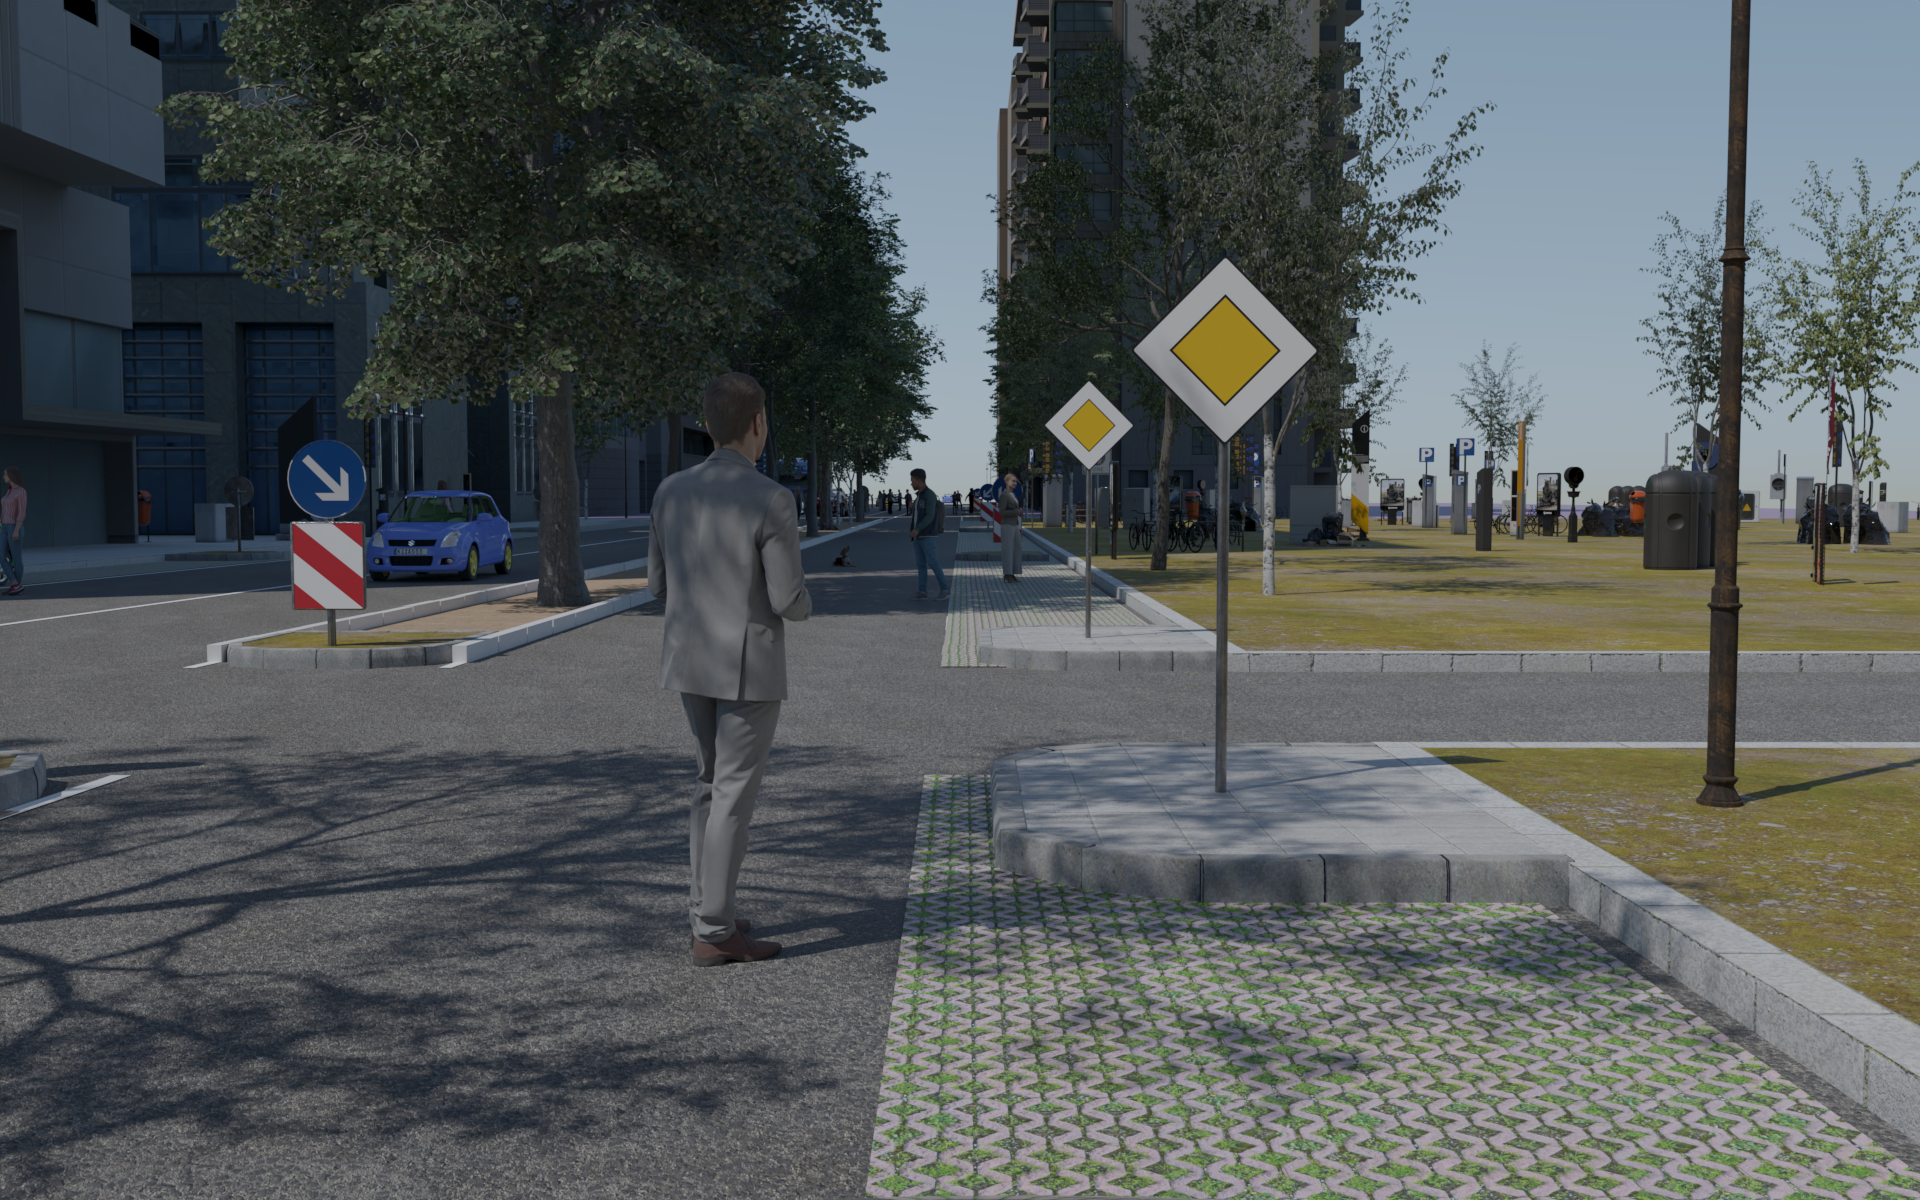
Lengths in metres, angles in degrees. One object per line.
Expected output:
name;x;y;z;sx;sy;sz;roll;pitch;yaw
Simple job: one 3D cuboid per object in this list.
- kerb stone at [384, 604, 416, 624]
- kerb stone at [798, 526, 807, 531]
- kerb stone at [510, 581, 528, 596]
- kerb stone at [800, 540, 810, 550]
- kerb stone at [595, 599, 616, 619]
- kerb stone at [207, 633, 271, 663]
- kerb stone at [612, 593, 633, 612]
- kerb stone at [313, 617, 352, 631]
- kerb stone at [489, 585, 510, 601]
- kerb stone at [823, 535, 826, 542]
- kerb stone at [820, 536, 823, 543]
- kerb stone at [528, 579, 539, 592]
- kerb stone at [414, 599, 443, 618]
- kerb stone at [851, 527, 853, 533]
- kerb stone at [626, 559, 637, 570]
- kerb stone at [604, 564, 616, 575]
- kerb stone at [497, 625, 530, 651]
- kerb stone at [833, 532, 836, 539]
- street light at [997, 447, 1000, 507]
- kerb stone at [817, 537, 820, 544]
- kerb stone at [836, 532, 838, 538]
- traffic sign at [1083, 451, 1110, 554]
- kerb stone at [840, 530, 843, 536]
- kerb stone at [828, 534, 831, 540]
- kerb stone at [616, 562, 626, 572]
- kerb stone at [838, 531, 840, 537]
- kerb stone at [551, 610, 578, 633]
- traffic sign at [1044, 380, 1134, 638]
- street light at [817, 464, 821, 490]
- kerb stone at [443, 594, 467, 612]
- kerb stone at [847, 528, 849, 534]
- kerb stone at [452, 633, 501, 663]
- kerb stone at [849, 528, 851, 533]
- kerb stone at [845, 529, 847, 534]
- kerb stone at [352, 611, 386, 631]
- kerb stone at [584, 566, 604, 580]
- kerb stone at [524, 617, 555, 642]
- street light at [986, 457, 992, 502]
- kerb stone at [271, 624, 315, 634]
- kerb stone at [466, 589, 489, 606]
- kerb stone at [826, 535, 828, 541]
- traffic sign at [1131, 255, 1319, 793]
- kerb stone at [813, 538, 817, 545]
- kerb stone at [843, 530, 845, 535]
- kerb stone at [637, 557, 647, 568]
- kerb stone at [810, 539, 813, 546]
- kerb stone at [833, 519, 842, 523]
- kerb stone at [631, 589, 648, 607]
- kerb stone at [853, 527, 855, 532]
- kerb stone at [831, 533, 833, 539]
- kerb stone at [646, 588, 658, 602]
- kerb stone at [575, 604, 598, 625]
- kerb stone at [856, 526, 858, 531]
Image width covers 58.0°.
kerb stone;-6.321;0.184;19.317;0.120;0.150;1.000;0;4;0
kerb stone;-6.195;-2.825;68.501;0.120;0.150;1.000;0;4;0
kerb stone;-6.314;-0.137;24.443;0.120;0.150;1.000;0;4;0
kerb stone;-4.149;-1.452;45.932;0.120;0.150;1.000;0;4;0
kerb stone;-4.221;0.118;20.295;0.120;0.150;1.000;0;4;0
kerb stone;-6.336;0.427;15.216;0.120;0.150;1.000;0;4;0
kerb stone;-4.218;0.053;21.326;0.120;0.150;1.000;0;4;0
kerb stone;-6.329;0.303;17.270;0.120;0.150;1.000;0;4;0
kerb stone;-6.313;-0.075;23.417;0.120;0.150;1.000;0;4;0
kerb stone;-4.137;-1.760;51.058;0.120;0.150;1.000;0;4;0
kerb stone;-4.144;-1.702;50.026;0.120;0.150;1.000;0;4;0
kerb stone;-6.306;-0.200;25.465;0.120;0.150;1.000;0;4;0
kerb stone;-6.321;0.113;20.344;0.120;0.150;1.000;0;4;0
kerb stone;-4.108;-2.518;63.371;0.120;0.150;1.000;0;4;0
kerb stone;-6.287;-0.633;32.650;0.120;0.150;1.000;0;4;0
kerb stone;-6.290;-0.514;30.596;0.120;0.150;1.000;0;4;0
kerb stone;-4.232;0.368;16.186;0.120;0.150;1.000;0;4;0
kerb stone;-4.132;-2.012;55.160;0.120;0.150;1.000;0;4;0
street light;3.699;-11.813;165.928;0.468;5.910;1.993;0;4;0
kerb stone;-4.145;-1.639;48.999;0.120;0.150;1.000;0;4;0
kerb stone;-4.137;-2.079;56.181;0.120;0.150;1.000;0;4;0
traffic sign;2.898;-2.116;36.723;0.606;2.300;0.079;0;4;5
kerb stone;-4.120;-2.204;58.238;0.120;0.150;1.000;0;4;0
kerb stone;-4.138;-1.890;53.107;0.120;0.150;1.000;0;4;0
kerb stone;-6.298;-0.574;31.618;0.120;0.150;1.000;0;4;0
kerb stone;-4.130;-2.139;57.209;0.120;0.150;1.000;0;4;0
kerb stone;-4.224;0.242;18.251;0.120;0.150;1.000;0;4;0
traffic sign;1.140;-0.718;15.380;0.795;2.450;0.064;0;4;0
street light;-17.530;-14.859;215.734;0.468;5.910;1.993;0;4;0
kerb stone;-6.317;0.058;21.372;0.120;0.150;1.000;0;4;0
kerb stone;-4.125;-2.393;61.319;0.120;0.150;1.000;0;4;0
kerb stone;-4.236;0.430;15.161;0.120;0.150;1.000;0;4;0
kerb stone;-4.107;-2.456;62.346;0.120;0.150;1.000;0;4;0
kerb stone;-4.114;-2.330;60.292;0.120;0.150;1.000;0;4;0
kerb stone;-6.324;0.242;18.295;0.120;0.150;1.000;0;4;0
kerb stone;-6.293;-0.451;29.574;0.120;0.150;1.000;0;4;0
kerb stone;-4.230;0.305;17.215;0.120;0.150;1.000;0;4;0
street light;3.712;-14.499;209.853;0.468;5.910;1.993;0;4;0
kerb stone;-6.326;0.366;16.248;0.120;0.150;1.000;0;4;0
kerb stone;-6.317;-0.012;22.394;0.120;0.150;1.000;0;4;0
kerb stone;-4.135;-1.828;52.085;0.120;0.150;1.000;0;4;0
traffic sign;1.120;-0.229;7.395;0.795;2.450;0.064;0;4;0
kerb stone;-4.143;-1.577;47.977;0.120;0.150;1.000;0;4;0
kerb stone;-4.118;-2.259;59.269;0.120;0.150;1.000;0;4;0
kerb stone;-6.286;-0.702;33.672;0.120;0.150;1.000;0;4;0
kerb stone;-4.149;-1.514;46.956;0.120;0.150;1.000;0;4;0
kerb stone;-6.153;-3.960;86.938;0.120;0.150;1.000;0;4;0
kerb stone;-4.212;-0.007;22.348;0.120;0.150;1.000;0;4;0
kerb stone;-4.102;-2.580;64.393;0.120;0.150;1.000;0;4;0
kerb stone;-4.133;-1.954;54.137;0.120;0.150;1.000;0;4;0
kerb stone;-4.209;-0.072;23.376;0.120;0.150;1.000;0;4;0
kerb stone;-4.221;0.182;19.273;0.120;0.150;1.000;0;4;0
kerb stone;-4.100;-2.706;66.441;0.120;0.150;1.000;0;4;0
